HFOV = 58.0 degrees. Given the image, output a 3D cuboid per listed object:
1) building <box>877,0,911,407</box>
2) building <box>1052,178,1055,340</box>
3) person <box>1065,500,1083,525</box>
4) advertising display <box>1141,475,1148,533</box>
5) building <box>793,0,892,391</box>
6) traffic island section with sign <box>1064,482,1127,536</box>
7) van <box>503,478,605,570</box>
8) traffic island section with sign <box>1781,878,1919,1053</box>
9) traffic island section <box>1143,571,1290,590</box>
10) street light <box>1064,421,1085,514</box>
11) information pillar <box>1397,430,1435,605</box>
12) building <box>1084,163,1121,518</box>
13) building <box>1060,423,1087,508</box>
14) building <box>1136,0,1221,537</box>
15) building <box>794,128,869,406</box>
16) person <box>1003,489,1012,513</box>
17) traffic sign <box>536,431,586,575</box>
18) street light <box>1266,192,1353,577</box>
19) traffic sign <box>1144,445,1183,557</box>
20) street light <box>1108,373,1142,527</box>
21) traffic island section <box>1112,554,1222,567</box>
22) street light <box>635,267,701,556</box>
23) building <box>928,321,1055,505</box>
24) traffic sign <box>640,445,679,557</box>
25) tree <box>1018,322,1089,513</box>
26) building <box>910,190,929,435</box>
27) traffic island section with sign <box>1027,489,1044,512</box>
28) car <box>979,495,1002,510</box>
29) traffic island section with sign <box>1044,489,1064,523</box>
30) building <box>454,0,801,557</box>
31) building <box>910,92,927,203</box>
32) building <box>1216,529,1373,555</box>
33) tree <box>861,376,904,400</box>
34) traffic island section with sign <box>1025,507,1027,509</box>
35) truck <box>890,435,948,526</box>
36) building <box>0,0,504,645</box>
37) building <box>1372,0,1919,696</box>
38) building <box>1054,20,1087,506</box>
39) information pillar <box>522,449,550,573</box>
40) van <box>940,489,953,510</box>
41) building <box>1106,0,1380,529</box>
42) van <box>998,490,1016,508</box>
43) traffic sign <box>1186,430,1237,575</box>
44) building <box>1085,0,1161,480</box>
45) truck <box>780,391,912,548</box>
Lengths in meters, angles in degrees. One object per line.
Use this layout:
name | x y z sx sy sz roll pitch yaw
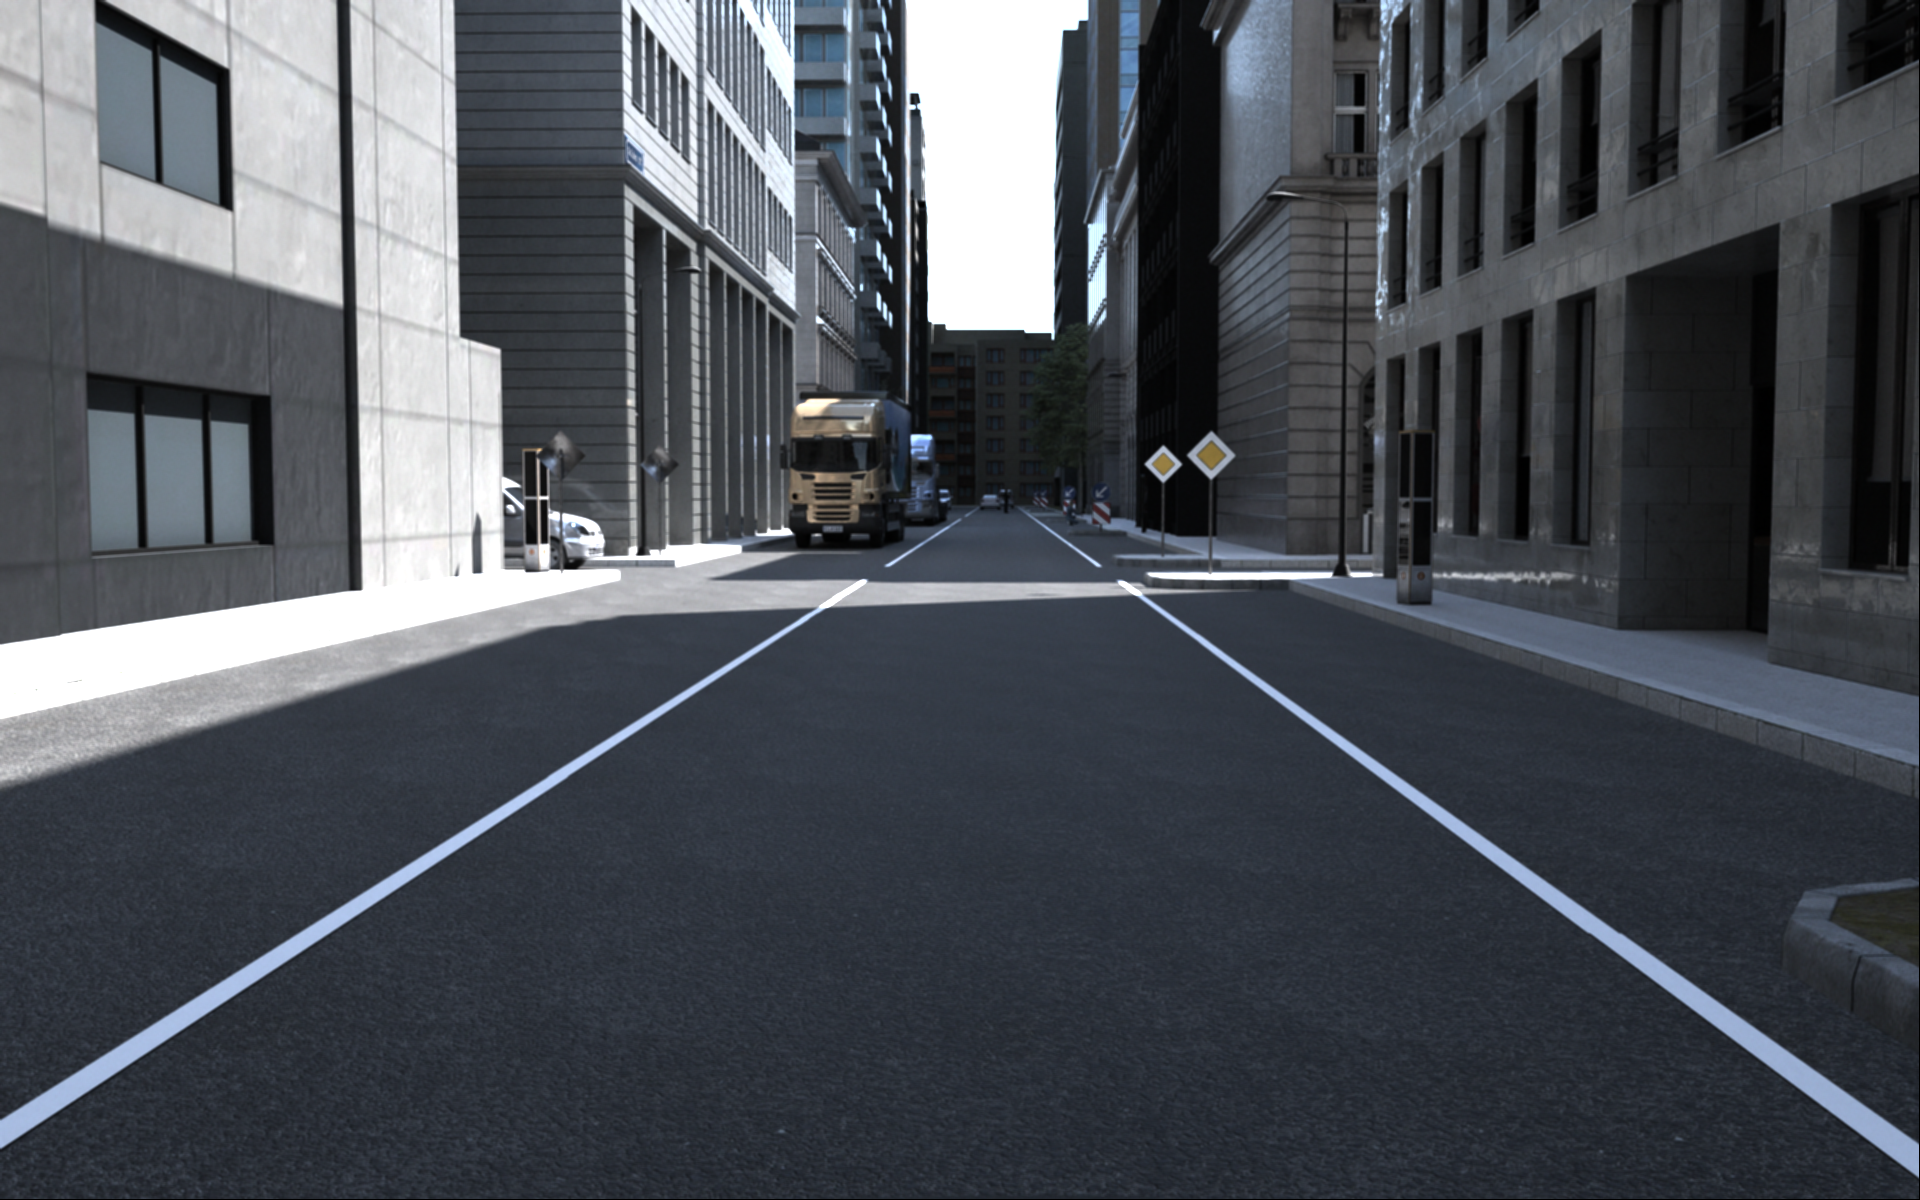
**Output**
building | -11.496 -30.456 148.068 14.600 45.320 14.200 0 4 1
building | 17.930 -31.646 201.012 14.086 41.232 14.154 0 4 1
person | 5.170 -4.013 79.610 0.738 1.151 1.012 -1 4 -15
advertising display | 6.120 -3.199 57.511 0.123 1.923 0.974 1 4 13
building | -16.555 -30.958 125.779 23.786 49.044 30.456 0 4 1
traffic island section with sign | 4.738 -3.141 59.976 1.989 1.847 2.006 0 4 1
van | -8.778 -1.560 32.515 4.112 2.044 2.013 0 4 3
traffic island section with sign | 3.463 0.239 4.726 1.989 1.847 2.006 0 4 1
traffic island section | 3.972 -0.311 27.360 2.009 0.180 2.903 0 4 1
street light | 7.295 -8.427 110.323 1.470 5.913 1.316 0 4 1
information pillar | 5.292 -0.956 20.117 0.304 2.012 0.304 -1 4 -15
building | 12.549 -15.420 101.267 9.793 20.994 18.267 0 4 1
building | 20.373 -51.050 147.343 22.319 86.520 31.000 0 4 1
building | 12.873 -14.045 59.311 12.332 23.373 15.834 0 4 1
building | -11.255 -14.307 84.829 10.553 20.767 40.483 0 4 1
person | 3.543 -7.539 131.781 0.705 1.821 1.348 -2 4 -28
traffic sign | -6.343 -1.462 27.540 0.795 2.450 0.064 0 4 1
street light | 5.410 -3.320 26.823 1.470 5.913 1.316 0 4 1
traffic sign | 4.133 -1.934 35.266 0.795 2.450 0.064 0 4 1
street light | 6.384 -5.767 66.832 1.470 5.913 1.316 0 4 1
traffic island section | 4.156 -0.799 35.343 2.009 0.180 2.903 0 4 1
street light | -6.000 -3.858 35.624 1.470 5.913 1.316 0 4 1
building | -3.421 -22.198 207.981 28.899 21.520 27.650 0 4 1
traffic sign | -6.158 -1.950 35.523 0.795 2.450 0.064 0 4 1
tree | 7.599 -12.041 114.995 7.486 12.596 7.792 0 3 0
building | -10.232 -23.974 163.678 14.160 30.474 14.107 0 4 1
traffic island section with sign | 6.523 -7.873 137.347 1.989 1.847 2.006 0 4 1
car | 2.821 -9.007 159.629 2.083 1.381 4.827 0 4 2
traffic island section with sign | 5.351 -4.791 86.956 1.989 1.847 2.006 0 4 1
building | -11.847 -16.635 49.481 11.434 29.767 29.804 0 4 1
building | -10.467 -30.299 178.980 14.086 41.232 14.154 0 4 1
building | 18.520 -12.201 41.282 24.055 21.916 13.314 0 4 1
tree | -5.266 -9.699 108.938 4.360 8.622 3.978 0 3 0
traffic island section with sign | 7.153 -9.571 165.110 1.989 1.847 2.006 0 4 1
truck | -2.147 -5.797 84.544 2.967 4.110 18.799 0 4 2
building | -18.278 -35.416 17.302 20.611 71.187 20.563 0 4 1
building | 11.448 -9.984 17.991 10.420 20.320 16.860 0 4 1
building | 20.551 -33.704 174.756 21.300 48.544 21.600 0 4 1
information pillar | -6.941 -1.461 28.376 0.304 2.012 0.304 1 4 21
van | -1.620 -9.083 155.518 2.013 2.044 4.112 0 3 0
building | 14.107 -14.573 80.076 13.314 21.916 24.055 0 4 1
van | 4.572 -10.185 173.531 2.013 2.044 4.112 0 4 1
traffic sign | 3.948 -1.446 27.283 0.795 2.450 0.064 0 4 1
building | 16.411 -29.055 125.155 14.600 45.320 14.200 0 4 1
truck | -3.038 -3.709 49.556 2.839 4.237 11.283 0 4 3
